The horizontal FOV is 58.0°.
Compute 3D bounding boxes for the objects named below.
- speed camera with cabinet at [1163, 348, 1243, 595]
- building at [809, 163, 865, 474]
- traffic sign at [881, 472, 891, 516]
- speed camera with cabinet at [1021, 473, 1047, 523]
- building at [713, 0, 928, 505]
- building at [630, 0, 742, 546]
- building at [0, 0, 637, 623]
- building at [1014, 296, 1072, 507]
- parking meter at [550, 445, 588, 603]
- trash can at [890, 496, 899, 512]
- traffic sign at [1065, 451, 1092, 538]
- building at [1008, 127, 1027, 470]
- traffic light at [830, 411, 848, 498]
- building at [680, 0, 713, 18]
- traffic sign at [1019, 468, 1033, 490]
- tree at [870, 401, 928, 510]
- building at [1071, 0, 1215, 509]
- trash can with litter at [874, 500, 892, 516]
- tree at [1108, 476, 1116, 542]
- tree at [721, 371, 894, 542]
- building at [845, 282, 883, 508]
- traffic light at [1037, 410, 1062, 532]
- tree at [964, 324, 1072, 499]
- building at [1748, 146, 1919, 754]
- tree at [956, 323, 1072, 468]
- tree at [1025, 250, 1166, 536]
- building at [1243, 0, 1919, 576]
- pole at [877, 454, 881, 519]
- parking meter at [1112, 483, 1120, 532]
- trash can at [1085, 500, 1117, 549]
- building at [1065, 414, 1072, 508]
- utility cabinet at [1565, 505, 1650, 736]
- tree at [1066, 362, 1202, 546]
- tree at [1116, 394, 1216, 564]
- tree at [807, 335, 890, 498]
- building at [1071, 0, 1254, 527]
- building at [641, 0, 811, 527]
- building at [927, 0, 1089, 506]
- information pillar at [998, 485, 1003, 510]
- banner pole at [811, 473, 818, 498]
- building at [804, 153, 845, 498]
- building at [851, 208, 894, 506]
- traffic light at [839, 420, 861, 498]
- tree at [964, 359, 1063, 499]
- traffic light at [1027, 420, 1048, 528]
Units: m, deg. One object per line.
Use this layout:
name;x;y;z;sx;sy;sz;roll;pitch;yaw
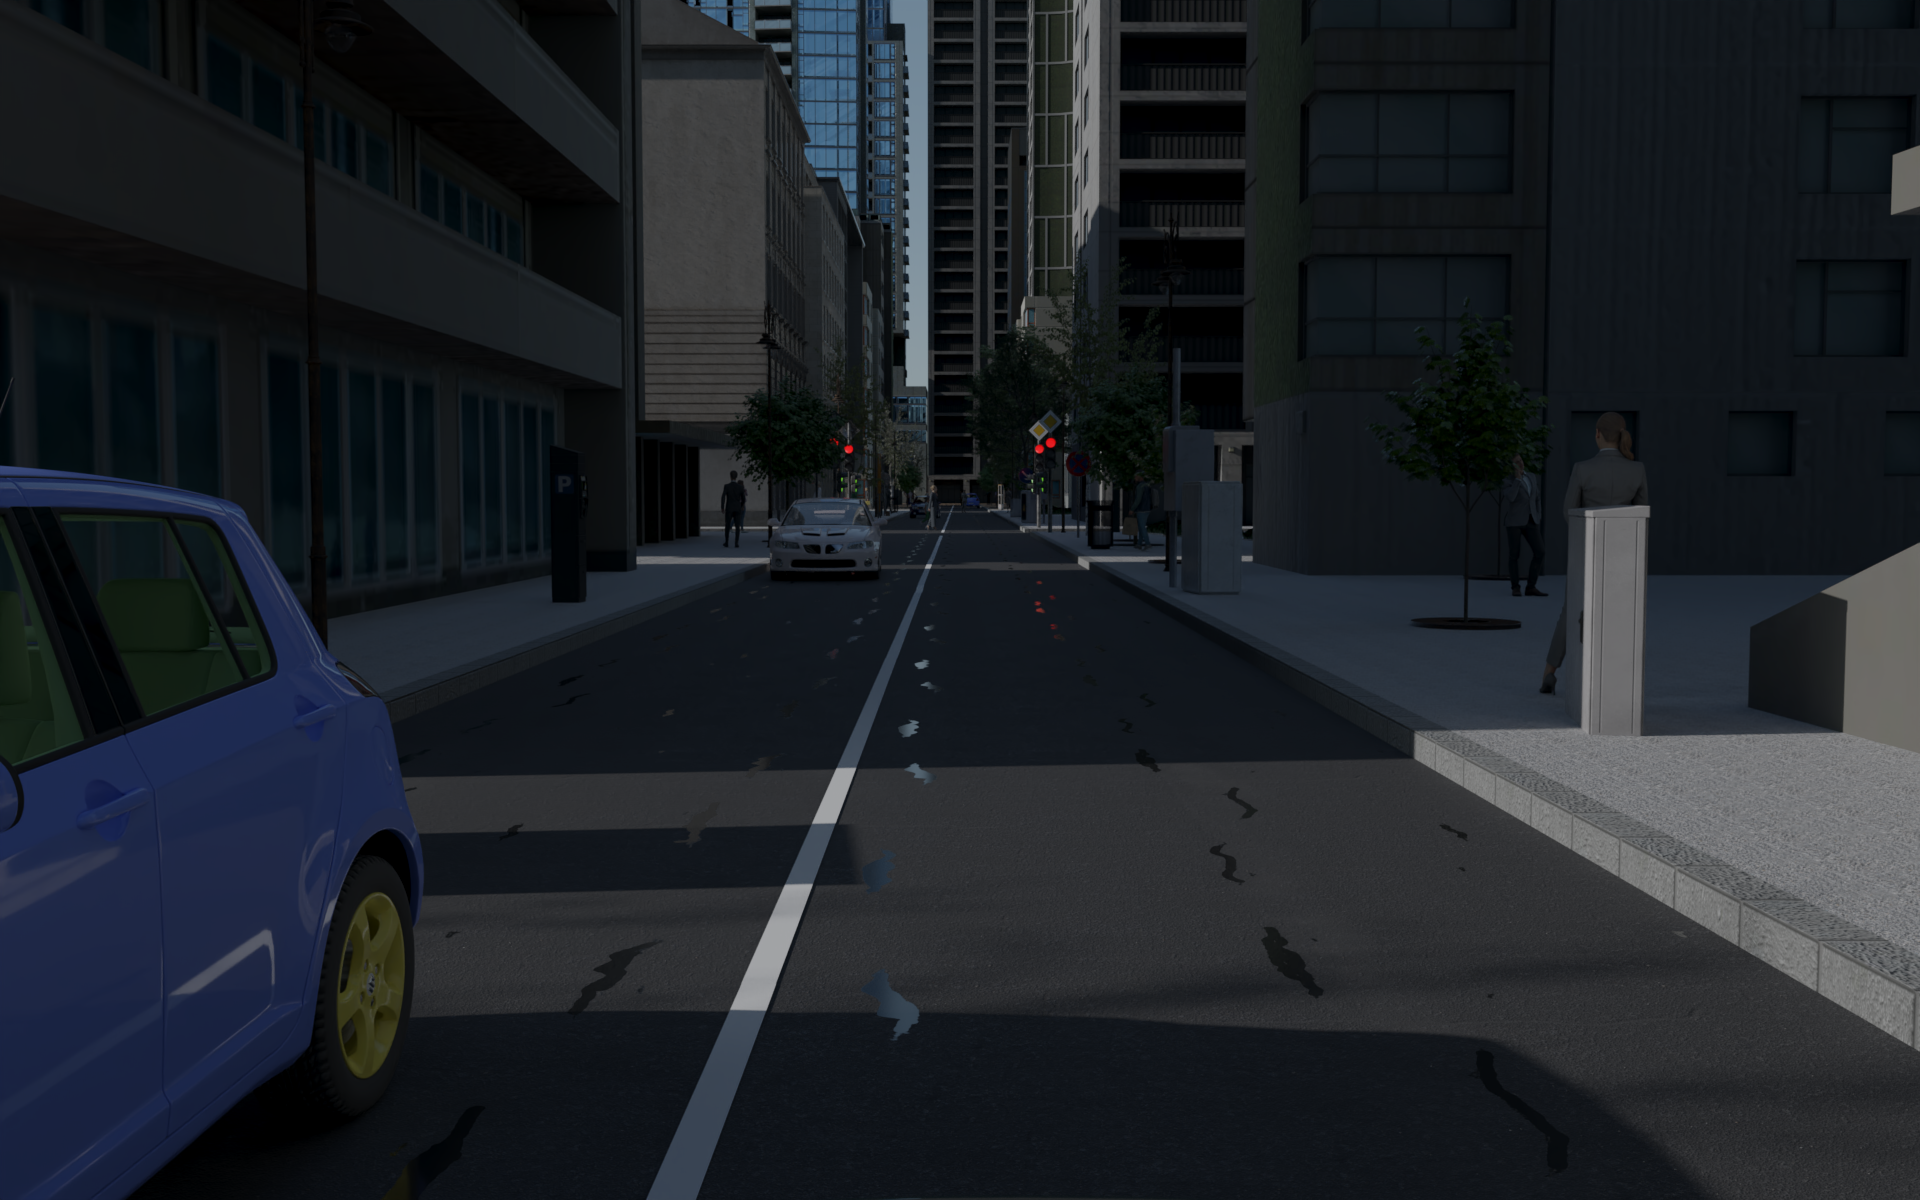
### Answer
speed camera with cabinet;3.207;-1.750;22.953;0.660;3.252;2.038;0;4;-7
building;-14.353;-18.258;117.592;14.314;24.678;30.058;0;3;0
traffic sign;-4.449;-6.211;101.652;0.768;2.556;0.104;0;4;0
speed camera with cabinet;3.255;-5.007;76.194;0.660;3.252;2.038;-1;4;-16
building;-19.987;-56.478;236.079;31.000;86.520;22.319;0;3;0
building;-21.210;-23.743;42.818;28.867;44.769;22.147;0;3;0
building;-16.125;-24.081;17.422;21.300;48.544;21.600;0;3;0
building;19.462;-19.631;166.011;27.650;21.520;28.899;0;3;0
parking meter;-4.621;-0.904;20.499;0.399;1.863;0.255;0;4;6
trash can;-4.618;-6.693;121.083;0.748;1.137;0.748;0;3;0
traffic sign;3.471;-3.099;50.771;0.768;2.556;0.104;0;4;1
building;12.818;-34.087;207.425;14.600;45.320;14.200;0;3;0
traffic light;-4.172;-4.209;57.744;0.839;4.253;0.868;0;3;0
building;-50.986;-56.413;235.016;31.000;86.520;22.319;0;3;0
traffic sign;3.222;-5.118;83.780;0.768;2.556;0.104;1;4;9
tree;-5.241;-11.494;138.287;4.360;8.622;3.978;0;3;0
building;15.688;-45.931;189.222;20.563;71.187;20.611;0;3;0
trash can with litter;-4.510;-5.487;101.104;1.055;1.170;0.624;0;4;-6
tree;4.531;-3.207;47.035;1.663;3.219;1.824;0;3;0
tree;-4.675;-3.849;46.643;4.285;4.588;4.351;0;3;0
building;-21.417;-19.010;155.854;27.650;21.520;28.899;0;3;0
traffic light;2.989;-4.211;57.767;0.839;4.253;0.868;0;3;0
tree;4.072;-12.074;115.545;7.486;12.596;7.792;0;3;0
building;20.857;-18.985;2.287;32.217;40.220;23.993;0;3;0
tree;3.478;-9.814;94.878;7.601;10.594;8.767;1;4;16
tree;4.186;-6.288;53.170;4.737;8.622;4.395;0;3;0
building;12.491;-21.362;32.870;14.154;41.232;14.086;0;3;0
pole;-4.071;-5.718;87.335;0.158;3.312;0.155;0;3;0
parking meter;5.244;-3.209;58.175;0.255;1.863;0.399;0;4;2
trash can;3.275;-1.755;40.355;0.748;1.137;0.748;0;3;0
building;19.699;-49.600;123.629;22.319;86.520;31.000;0;3;0
utility cabinet;3.584;0.092;9.655;0.306;1.237;1.020;1;4;12
tree;4.354;-3.636;43.167;4.285;4.588;4.351;0;3;0
tree;3.876;-2.293;32.096;1.663;3.219;1.824;0;3;0
tree;-5.072;-7.909;79.667;4.737;8.622;4.395;0;3;0
building;15.892;-39.029;76.379;20.611;71.187;20.563;0;3;0
building;-12.153;-13.876;76.020;9.793;20.994;18.267;0;3;0
building;6.046;-48.791;235.986;20.611;71.187;20.563;0;3;0
information pillar;3.243;-8.126;137.344;0.304;2.012;0.304;3;4;38
banner pole;-4.348;-3.777;51.770;0.401;3.779;0.863;1;4;11
building;-12.022;-14.645;94.200;10.420;20.320;16.860;0;3;0
building;-14.088;-24.792;177.052;14.160;30.474;14.107;0;3;0
traffic light;-4.180;-4.698;65.729;0.839;4.253;0.868;0;3;0
tree;4.076;-12.399;128.472;9.928;11.665;9.643;0;3;0
traffic light;2.981;-4.699;65.752;0.839;4.253;0.868;0;3;0
